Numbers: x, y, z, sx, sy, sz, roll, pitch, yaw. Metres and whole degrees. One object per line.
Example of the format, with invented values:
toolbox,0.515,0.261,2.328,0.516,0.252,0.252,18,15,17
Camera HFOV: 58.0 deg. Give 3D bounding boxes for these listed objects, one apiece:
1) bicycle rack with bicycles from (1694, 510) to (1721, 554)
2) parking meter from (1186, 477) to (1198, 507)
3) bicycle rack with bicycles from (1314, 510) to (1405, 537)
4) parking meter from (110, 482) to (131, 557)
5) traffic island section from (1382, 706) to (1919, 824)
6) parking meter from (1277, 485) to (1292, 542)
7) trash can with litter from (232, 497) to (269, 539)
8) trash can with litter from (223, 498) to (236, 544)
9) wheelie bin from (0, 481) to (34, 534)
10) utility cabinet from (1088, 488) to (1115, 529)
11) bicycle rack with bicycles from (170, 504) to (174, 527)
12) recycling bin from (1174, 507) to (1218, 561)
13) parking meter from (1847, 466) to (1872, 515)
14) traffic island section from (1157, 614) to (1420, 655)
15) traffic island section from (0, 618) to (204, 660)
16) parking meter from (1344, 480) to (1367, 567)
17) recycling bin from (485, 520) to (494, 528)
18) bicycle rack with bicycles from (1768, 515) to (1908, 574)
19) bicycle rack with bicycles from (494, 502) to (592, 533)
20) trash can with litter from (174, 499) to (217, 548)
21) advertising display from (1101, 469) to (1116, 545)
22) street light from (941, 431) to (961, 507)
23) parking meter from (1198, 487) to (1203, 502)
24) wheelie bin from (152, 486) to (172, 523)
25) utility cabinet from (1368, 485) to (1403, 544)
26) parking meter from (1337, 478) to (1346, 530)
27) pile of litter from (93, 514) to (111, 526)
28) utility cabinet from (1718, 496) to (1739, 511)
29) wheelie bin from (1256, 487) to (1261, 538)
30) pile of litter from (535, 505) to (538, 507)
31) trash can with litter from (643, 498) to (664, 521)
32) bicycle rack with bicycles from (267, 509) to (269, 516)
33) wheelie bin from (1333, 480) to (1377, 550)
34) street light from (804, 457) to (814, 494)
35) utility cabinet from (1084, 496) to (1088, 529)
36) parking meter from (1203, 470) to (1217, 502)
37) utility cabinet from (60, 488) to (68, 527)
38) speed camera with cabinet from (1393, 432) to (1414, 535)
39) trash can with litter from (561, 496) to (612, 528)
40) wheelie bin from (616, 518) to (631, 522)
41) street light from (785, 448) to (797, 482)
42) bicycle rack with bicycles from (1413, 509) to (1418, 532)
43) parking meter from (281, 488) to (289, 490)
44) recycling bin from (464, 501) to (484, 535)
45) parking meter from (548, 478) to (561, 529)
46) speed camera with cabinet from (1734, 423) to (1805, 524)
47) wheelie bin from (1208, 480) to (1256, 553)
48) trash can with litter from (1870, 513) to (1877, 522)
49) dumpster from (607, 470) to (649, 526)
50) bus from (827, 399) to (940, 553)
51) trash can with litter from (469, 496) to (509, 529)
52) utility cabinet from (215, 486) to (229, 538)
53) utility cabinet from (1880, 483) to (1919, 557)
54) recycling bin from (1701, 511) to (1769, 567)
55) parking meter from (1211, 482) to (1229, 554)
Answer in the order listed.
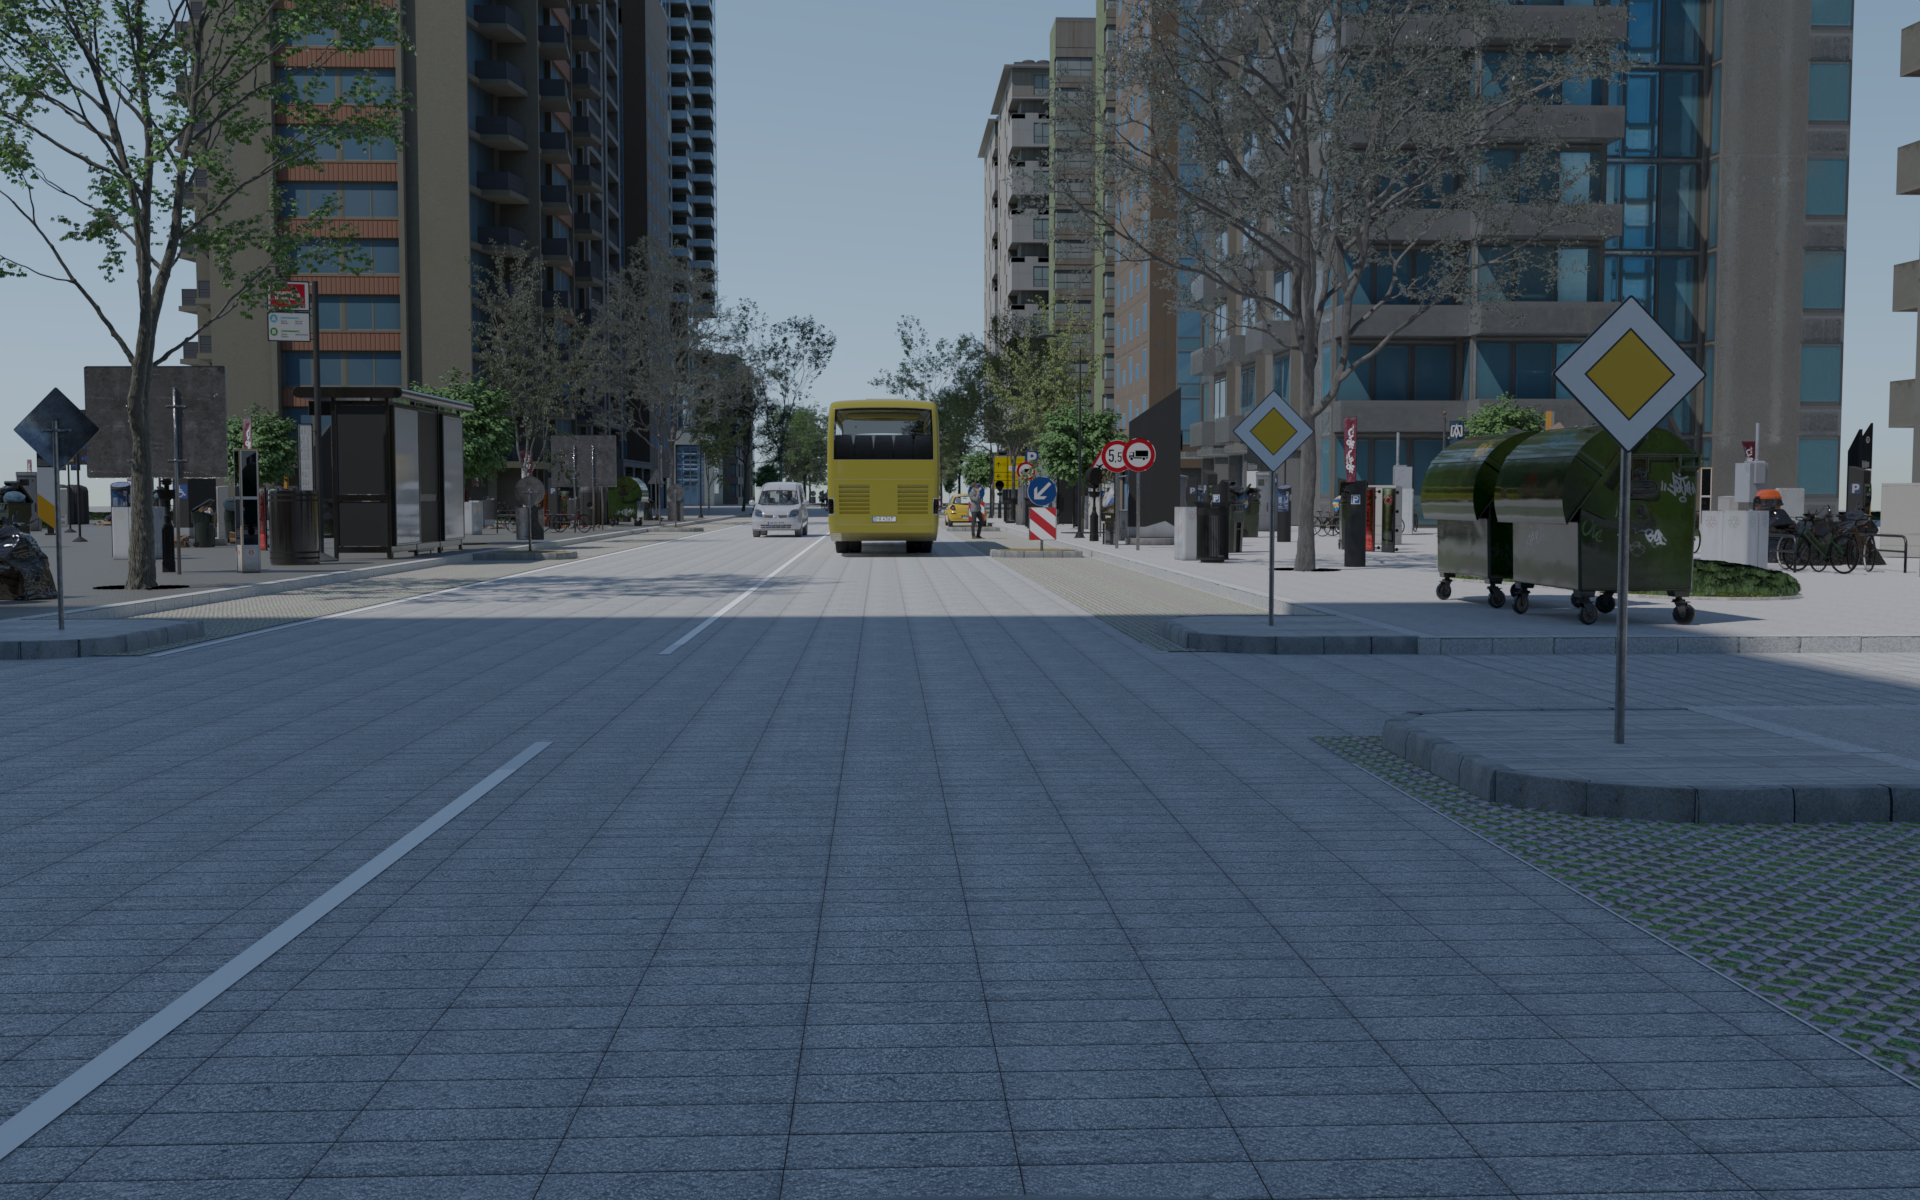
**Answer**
bicycle rack with bicycles,16.295,-1.523,38.286,2.852,0.926,2.925,1,4,19
parking meter,7.725,-3.182,57.730,0.399,1.863,0.255,0,4,5
bicycle rack with bicycles,11.621,-2.387,52.405,2.925,0.926,2.852,3,5,39
parking meter,-17.076,-1.642,35.261,0.372,1.533,0.369,0,3,0
traffic island section,3.414,0.816,8.931,2.009,0.180,2.903,0,4,-3
parking meter,8.658,-2.314,46.248,0.372,1.533,0.369,0,3,0
trash can with litter,-20.330,-2.328,49.119,2.233,1.210,1.678,-1,4,-16
trash can with litter,-18.735,-2.050,44.901,0.624,1.170,1.055,-2,4,-29
wheelie bin,-22.642,-2.051,41.440,0.980,1.594,0.693,2,4,32
utility cabinet,5.095,-3.266,62.085,0.318,1.500,1.173,-2,4,-35
bicycle rack with bicycles,-29.072,-3.161,65.071,2.925,0.926,2.852,-3,5,-44
recycling bin,4.600,-1.291,33.663,0.722,1.027,0.722,0,4,-8
parking meter,18.840,-1.870,36.287,0.255,1.863,0.399,-2,4,-30
traffic island section,3.054,0.329,16.908,2.009,0.180,2.903,0,4,-3
traffic island section,-8.525,0.360,16.393,2.009,0.180,2.903,0,4,-3
parking meter,6.962,-1.350,30.489,0.372,1.533,0.369,0,3,0
recycling bin,-18.312,-3.280,66.182,0.722,1.027,0.722,3,4,38
bicycle rack with bicycles,14.356,-0.946,28.843,2.852,0.926,2.925,0,4,3
bicycle rack with bicycles,-13.990,-2.673,57.087,2.925,0.926,2.852,2,4,32
trash can with litter,-18.364,-1.841,41.481,1.055,1.170,0.624,-1,4,-9
advertising display,3.773,-2.351,43.647,0.123,1.923,0.974,-1,4,-15
street light,-0.528,-9.467,127.322,1.470,5.913,1.316,0,4,-3
parking meter,8.530,-3.275,61.955,0.372,1.533,0.369,0,3,0
wheelie bin,-32.120,-3.774,69.609,0.693,1.594,0.980,-3,5,-45
utility cabinet,10.663,-2.163,44.049,0.318,1.500,1.173,-3,5,-43
parking meter,13.650,-3.421,61.638,0.399,1.863,0.255,2,4,31
pile of litter,-34.523,-3.470,70.697,1.719,0.858,1.176,1,4,20
utility cabinet,24.748,-2.732,55.834,0.306,1.237,1.020,0,4,3
wheelie bin,8.566,-2.650,51.229,0.693,1.594,0.980,0,4,7
pile of litter,-18.703,-3.786,75.858,1.719,0.858,1.176,-1,4,-15
trash can with litter,-14.887,-4.425,83.738,1.055,1.170,0.624,-3,4,-37
bicycle rack with bicycles,-29.247,-3.880,76.816,2.852,0.926,2.925,2,4,32
wheelie bin,9.118,-1.961,39.978,0.980,1.594,0.693,0,4,7
street light,-19.001,-14.984,217.527,1.470,5.913,1.316,0,4,-3
utility cabinet,4.558,-3.208,63.617,0.306,1.237,1.020,0,4,4
parking meter,6.093,-2.233,42.226,0.255,1.863,0.399,-1,4,-13
utility cabinet,-35.326,-3.583,67.258,1.173,1.500,0.318,-1,4,-21
speed camera with cabinet,14.082,-3.706,54.934,0.660,3.252,2.038,1,4,13
trash can with litter,-14.177,-3.291,64.870,2.233,1.210,1.678,1,4,16
wheelie bin,-15.409,-4.378,79.485,0.693,1.594,0.980,2,4,31
street light,-17.150,-12.434,175.841,1.470,5.913,1.316,0,4,-3
bicycle rack with bicycles,14.449,-2.831,59.666,2.852,0.926,2.925,0,4,7
parking meter,-27.617,-3.825,70.955,0.372,1.533,0.369,0,3,0
recycling bin,-15.532,-2.569,54.559,0.722,1.027,0.722,1,4,9
parking meter,-14.815,-3.524,63.327,0.399,1.863,0.255,1,4,10
speed camera with cabinet,22.797,-3.328,48.742,2.038,3.252,0.660,-1,4,-21
wheelie bin,5.881,-1.835,37.917,0.693,1.594,0.980,3,4,37
trash can with litter,40.472,-4.110,78.252,2.233,1.210,1.678,-1,4,-8
dumpster,-13.350,-4.088,69.326,1.502,2.255,1.985,0,4,-2
bus,-1.979,-3.265,44.933,2.896,3.916,12.252,0,4,-2
trash can with litter,-17.708,-3.242,64.071,2.233,1.210,1.678,0,4,7
utility cabinet,-20.010,-2.336,46.877,0.318,1.500,1.173,-2,4,-29
utility cabinet,19.105,-1.589,34.654,1.173,1.500,0.318,3,5,40
recycling bin,11.697,-0.832,26.157,0.722,1.027,0.722,-3,5,-39
parking meter,5.457,-1.709,36.353,0.372,1.533,0.369,0,3,0
